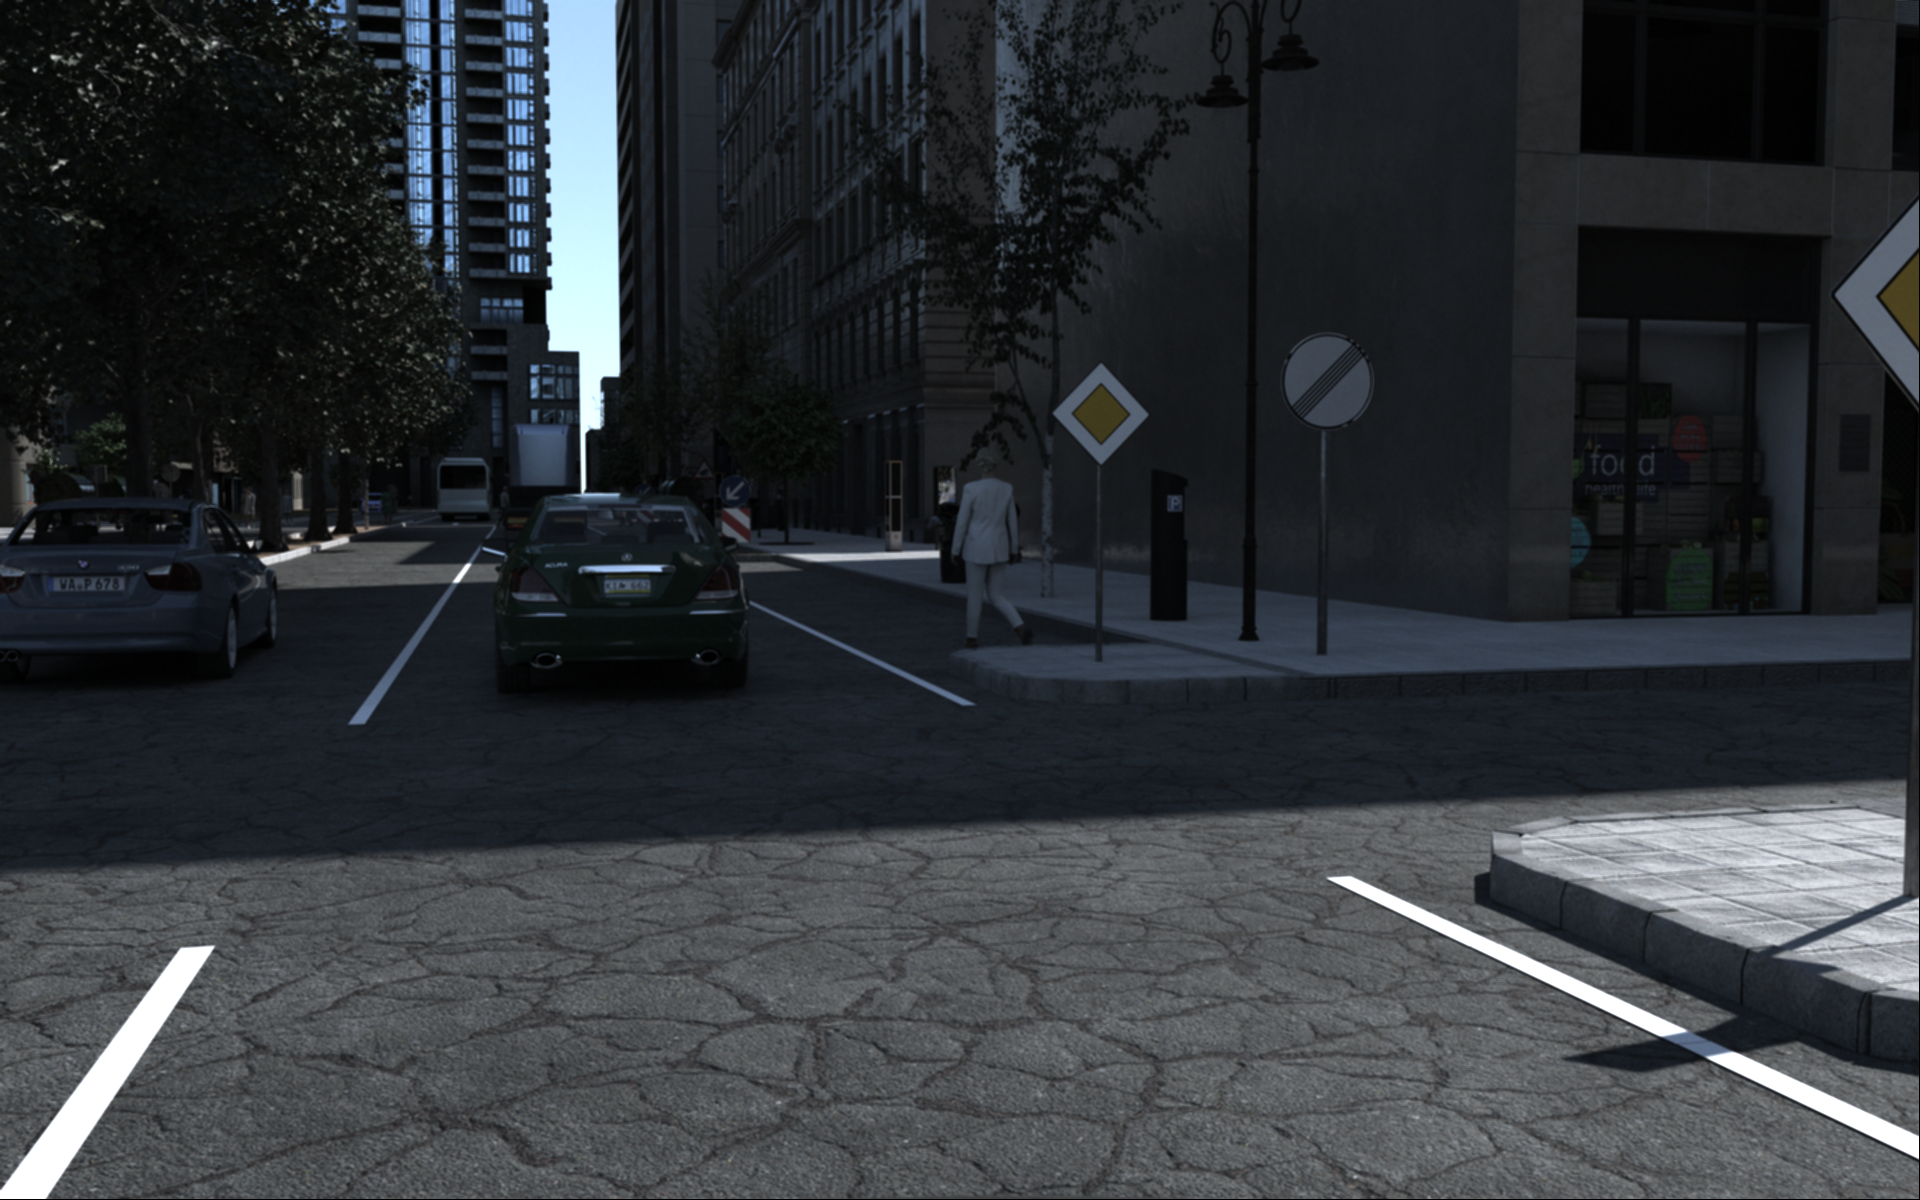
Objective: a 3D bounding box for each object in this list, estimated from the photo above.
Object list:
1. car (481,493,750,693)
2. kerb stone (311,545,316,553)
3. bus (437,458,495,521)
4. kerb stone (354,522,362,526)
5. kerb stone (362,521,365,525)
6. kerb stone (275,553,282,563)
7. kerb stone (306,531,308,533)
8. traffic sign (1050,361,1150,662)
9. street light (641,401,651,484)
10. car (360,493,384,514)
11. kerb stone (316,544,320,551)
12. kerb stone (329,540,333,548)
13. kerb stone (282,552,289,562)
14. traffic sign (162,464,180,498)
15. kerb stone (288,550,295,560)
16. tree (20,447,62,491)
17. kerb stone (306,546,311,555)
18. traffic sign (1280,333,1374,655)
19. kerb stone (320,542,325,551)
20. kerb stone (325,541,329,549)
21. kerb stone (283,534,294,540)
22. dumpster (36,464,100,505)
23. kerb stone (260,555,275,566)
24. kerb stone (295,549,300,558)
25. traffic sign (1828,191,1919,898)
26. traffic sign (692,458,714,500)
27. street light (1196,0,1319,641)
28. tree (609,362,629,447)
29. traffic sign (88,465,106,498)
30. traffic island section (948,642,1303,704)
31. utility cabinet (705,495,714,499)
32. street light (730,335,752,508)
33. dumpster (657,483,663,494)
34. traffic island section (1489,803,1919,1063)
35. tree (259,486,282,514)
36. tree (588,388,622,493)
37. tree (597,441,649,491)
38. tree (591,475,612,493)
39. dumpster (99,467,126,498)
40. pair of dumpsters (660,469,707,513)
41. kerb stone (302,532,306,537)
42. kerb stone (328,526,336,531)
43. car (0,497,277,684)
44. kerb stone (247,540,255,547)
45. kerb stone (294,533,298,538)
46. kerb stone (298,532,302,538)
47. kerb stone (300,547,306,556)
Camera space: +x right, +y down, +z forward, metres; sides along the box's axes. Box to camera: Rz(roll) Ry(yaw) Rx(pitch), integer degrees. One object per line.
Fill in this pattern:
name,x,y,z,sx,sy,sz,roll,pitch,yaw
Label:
car,-2.799,-0.137,14.043,2.131,1.459,4.920,-1,4,-13
kerb stone,-15.744,-1.202,41.845,0.120,0.150,1.000,-1,4,-14
bus,-27.056,-6.124,94.984,2.948,3.499,13.247,-1,4,-14
kerb stone,-27.179,-3.420,78.126,0.120,0.150,1.000,-1,4,-14
kerb stone,-27.425,-3.482,79.122,0.120,0.150,1.000,-1,4,-14
kerb stone,-14.227,-0.830,35.879,0.120,0.150,1.000,-1,4,-14
kerb stone,-22.104,-2.206,58.265,0.120,0.150,1.000,-1,4,-14
traffic sign,1.061,-0.585,13.202,0.795,2.450,0.064,-1,4,-14
street light,-15.552,-6.932,86.127,0.468,5.910,1.993,-1,4,-14
car,-41.581,-6.942,123.087,1.945,1.707,3.694,-1,4,-15
kerb stone,-16.002,-1.261,42.835,0.120,0.150,1.000,-1,4,-14
kerb stone,-16.767,-1.444,45.814,0.120,0.150,1.000,-1,4,-14
kerb stone,-14.474,-0.898,36.872,0.120,0.150,1.000,-1,4,-14
traffic sign,-33.232,-4.455,72.951,0.768,2.556,0.104,-1,4,-8
kerb stone,-14.727,-0.958,37.866,0.120,0.150,1.000,-1,4,-14
tree,-32.725,-4.131,62.145,1.663,3.219,1.824,0,3,0
kerb stone,-15.500,-1.141,40.845,0.120,0.150,1.000,-1,4,-14
traffic sign,2.895,-0.836,13.777,0.768,2.556,0.104,-1,4,-9
kerb stone,-16.248,-1.322,43.836,0.120,0.150,1.000,-1,4,-14
kerb stone,-16.512,-1.381,44.824,0.120,0.150,1.000,-1,4,-14
kerb stone,-21.086,-1.963,54.290,0.120,0.150,1.000,-1,4,-14
dumpster,-29.216,-3.301,56.459,1.502,2.255,1.985,-1,4,-14
kerb stone,-13.975,-0.772,34.882,0.120,0.150,1.000,-1,4,-14
kerb stone,-14.987,-1.019,38.861,0.120,0.150,1.000,-1,4,-14
traffic sign,3.035,-0.111,5.464,0.795,2.450,0.064,-1,4,-14
traffic sign,-9.117,-3.780,61.811,0.884,2.594,0.081,-1,4,-12
street light,2.536,-2.583,15.024,0.468,5.910,1.993,-1,4,-14
tree,-16.481,-8.638,91.591,4.737,8.622,4.395,0,3,0
traffic sign,-30.219,-3.581,60.673,0.606,2.300,0.079,0,4,-7
traffic island section,1.082,0.550,13.285,2.009,0.180,2.903,-1,4,-14
utility cabinet,-11.912,-4.335,82.032,0.306,1.237,1.020,2,4,33
street light,-6.383,-4.760,50.607,0.468,5.910,1.993,-1,4,-14
dumpster,-11.948,-4.070,72.305,1.264,1.857,1.865,-1,4,-14
traffic island section,3.056,1.024,5.547,2.009,0.180,2.903,-1,4,-14
tree,-43.750,-9.816,110.850,4.737,8.622,4.395,0,3,0
tree,-23.783,-10.383,120.123,4.360,8.622,3.978,0,3,0
tree,-21.086,-7.631,108.476,4.285,4.588,4.351,0,3,0
tree,-29.788,-9.196,144.958,1.663,3.219,1.824,0,3,0
dumpster,-30.567,-3.645,62.091,1.502,2.255,1.985,-1,4,-14
pair of dumpsters,-10.996,-4.065,68.951,1.574,2.255,4.437,-1,4,-14
kerb stone,-21.852,-2.145,57.274,0.120,0.150,1.000,-1,4,-14
kerb stone,-24.383,-2.753,67.199,0.120,0.150,1.000,-1,4,-14
car,-6.849,-0.153,14.509,2.014,1.417,4.499,-1,4,-15
kerb stone,-19.318,-1.532,47.312,0.120,0.150,1.000,-1,4,-14
kerb stone,-21.347,-2.020,55.285,0.120,0.150,1.000,-1,4,-14
kerb stone,-21.595,-2.078,56.277,0.120,0.150,1.000,-1,4,-14
kerb stone,-15.238,-1.080,39.857,0.120,0.150,1.000,-1,4,-14
